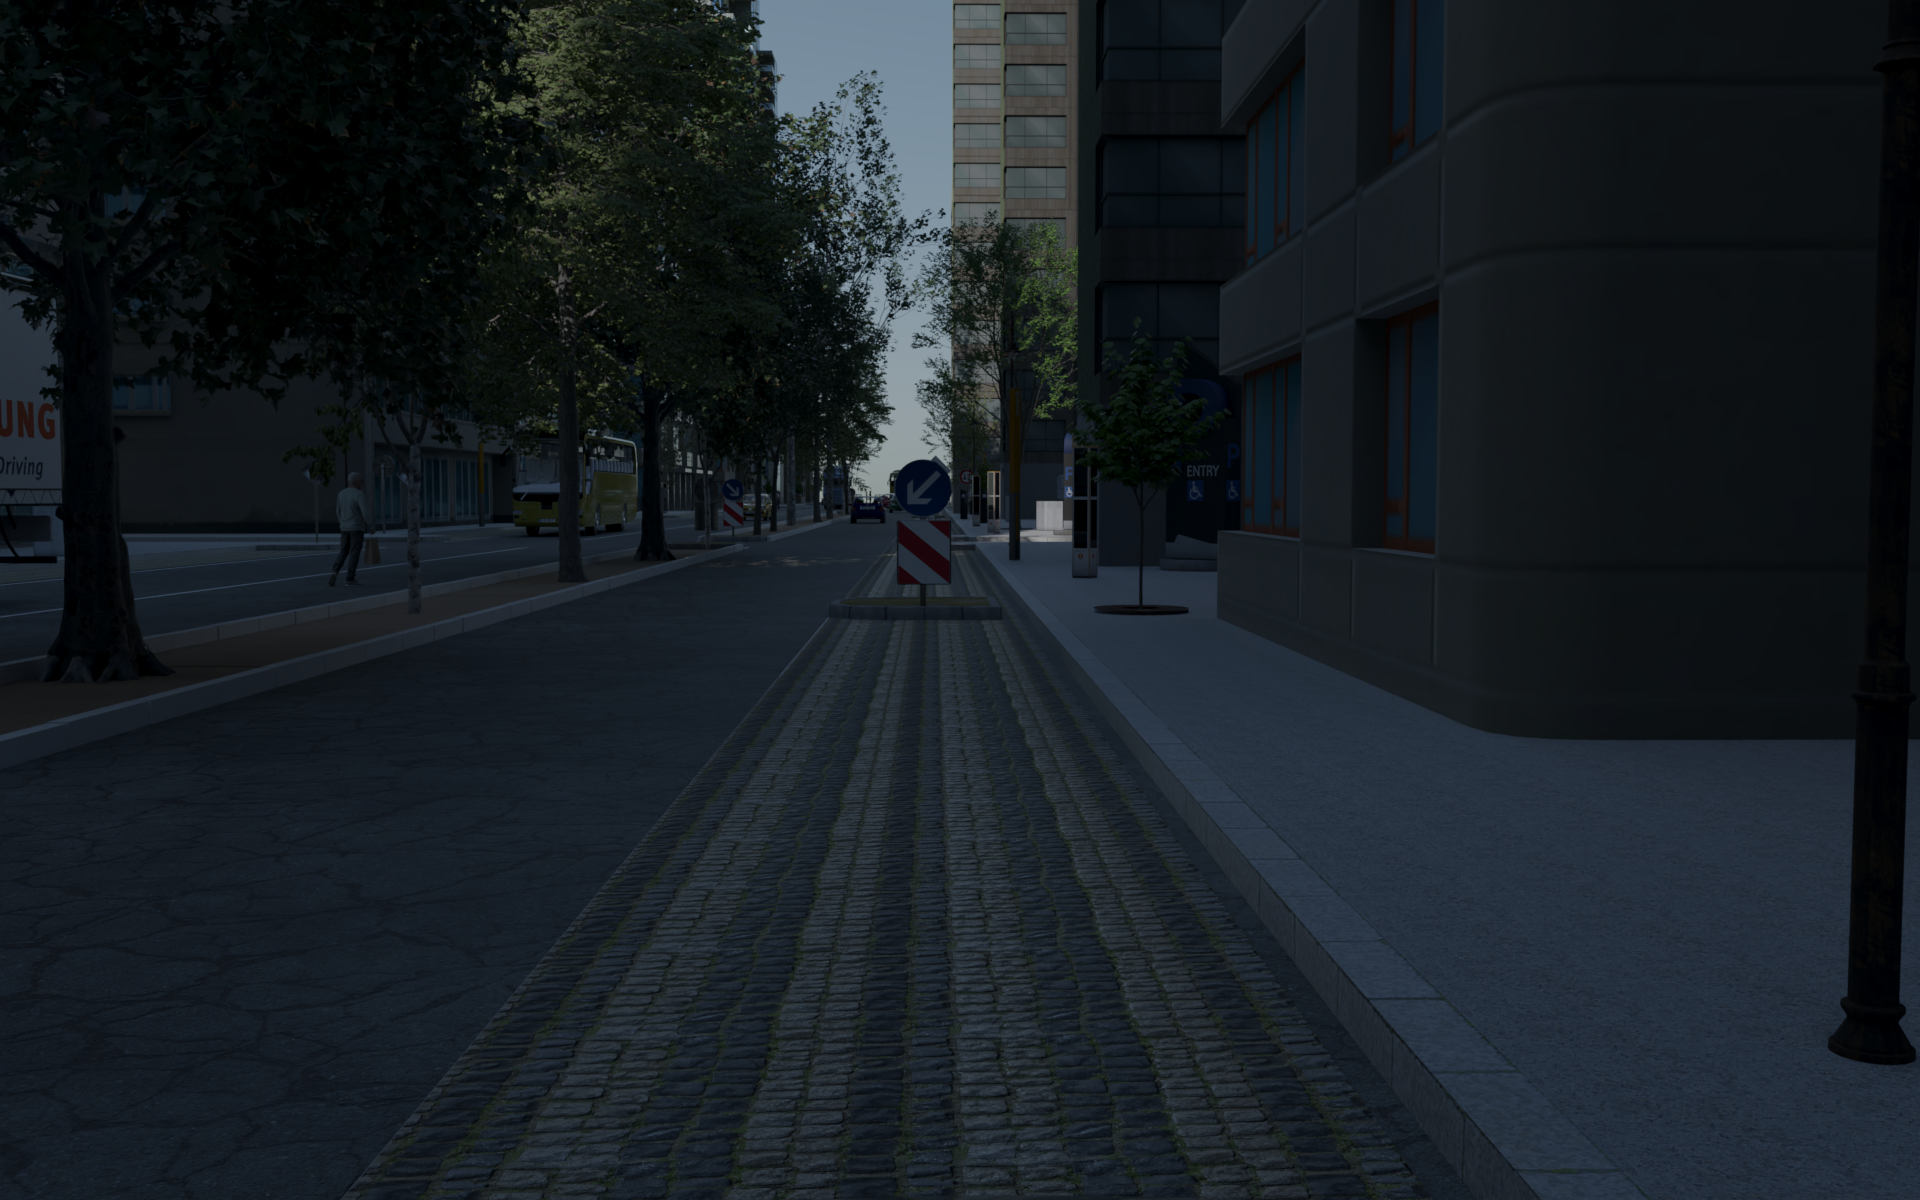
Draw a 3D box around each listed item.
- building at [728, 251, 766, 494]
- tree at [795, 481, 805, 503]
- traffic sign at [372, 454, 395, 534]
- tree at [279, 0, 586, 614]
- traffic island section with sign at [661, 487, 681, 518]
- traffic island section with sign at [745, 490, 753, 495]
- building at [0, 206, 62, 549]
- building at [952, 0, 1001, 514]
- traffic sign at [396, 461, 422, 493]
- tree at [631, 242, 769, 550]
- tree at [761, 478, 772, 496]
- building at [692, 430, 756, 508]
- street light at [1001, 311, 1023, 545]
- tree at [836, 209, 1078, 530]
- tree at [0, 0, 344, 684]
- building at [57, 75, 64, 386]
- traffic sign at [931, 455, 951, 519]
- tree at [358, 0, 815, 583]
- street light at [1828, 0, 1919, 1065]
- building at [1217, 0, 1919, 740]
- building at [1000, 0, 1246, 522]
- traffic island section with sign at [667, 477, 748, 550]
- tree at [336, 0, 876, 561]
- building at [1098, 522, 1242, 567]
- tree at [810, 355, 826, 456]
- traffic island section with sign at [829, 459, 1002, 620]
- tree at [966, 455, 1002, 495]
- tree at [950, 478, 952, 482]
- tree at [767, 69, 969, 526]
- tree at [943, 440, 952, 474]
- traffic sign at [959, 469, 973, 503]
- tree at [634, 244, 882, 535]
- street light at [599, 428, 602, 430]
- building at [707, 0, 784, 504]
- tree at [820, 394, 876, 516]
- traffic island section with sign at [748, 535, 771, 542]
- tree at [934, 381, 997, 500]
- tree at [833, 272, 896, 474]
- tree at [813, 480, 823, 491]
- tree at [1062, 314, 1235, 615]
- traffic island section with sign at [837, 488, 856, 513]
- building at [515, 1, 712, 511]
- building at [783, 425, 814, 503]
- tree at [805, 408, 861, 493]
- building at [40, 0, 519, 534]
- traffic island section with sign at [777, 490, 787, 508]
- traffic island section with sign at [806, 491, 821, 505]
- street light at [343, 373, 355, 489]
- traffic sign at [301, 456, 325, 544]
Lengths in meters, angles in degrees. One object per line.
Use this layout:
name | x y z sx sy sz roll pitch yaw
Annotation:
building | -29.614 -31.266 194.799 14.154 41.232 14.086 0 4 -1
tree | -21.978 -14.899 238.203 1.663 3.219 1.824 0 3 0
traffic sign | -18.550 -3.401 55.712 0.768 2.556 0.104 0 4 8
tree | -6.544 -4.148 20.632 4.737 8.622 4.395 0 3 0
traffic island section with sign | -17.655 -5.758 102.771 1.989 1.847 2.006 0 4 -1
traffic island section with sign | -18.452 -8.745 151.610 1.989 1.847 2.006 0 4 -1
building | -34.906 -25.166 31.079 30.456 49.044 23.786 0 4 -1
building | 6.472 -26.627 118.940 14.154 41.232 14.086 0 4 -1
traffic sign | -16.805 -3.010 52.857 0.795 2.450 0.064 0 4 -1
tree | -6.451 -5.574 43.961 4.360 8.622 3.978 0 3 0
tree | -21.096 -12.006 190.895 1.663 3.219 1.824 0 3 0
building | -35.803 -20.110 173.845 27.650 21.520 28.899 0 4 -1
street light | 1.308 -4.345 43.827 0.468 5.910 1.993 0 4 -1
tree | 2.065 -8.359 62.423 9.928 11.665 9.643 0 3 0
tree | -6.707 -5.721 13.003 9.611 12.733 9.660 0 3 0
building | -31.971 -29.301 98.672 23.786 49.044 30.456 0 4 -1
traffic sign | -0.633 -2.536 45.113 0.795 2.450 0.064 0 4 -1
tree | -6.180 -6.524 27.248 7.486 12.596 7.792 0 3 0
street light | 2.093 -1.897 3.798 0.468 5.910 1.993 0 4 -1
building | 16.723 -9.668 3.109 27.650 21.520 28.899 0 4 -1
building | 9.118 -19.687 93.577 14.160 30.474 14.107 0 4 -1
traffic island section with sign | -6.722 -2.275 45.330 2.006 1.907 1.989 0 4 -1
tree | -6.598 -7.174 36.761 9.611 12.733 9.660 0 3 0
building | 9.368 -16.207 36.681 14.160 30.474 14.107 0 4 -1
tree | -7.944 -11.679 119.170 9.928 11.665 9.643 0 3 0
traffic island section with sign | -0.536 -0.725 20.484 1.989 1.847 2.006 0 4 -1
tree | 1.111 -5.520 84.858 1.663 3.219 1.824 0 3 0
tree | -0.619 -10.594 167.814 1.663 3.219 1.824 0 3 0
tree | -6.351 -13.336 76.387 12.611 20.169 13.585 0 3 0
tree | -0.113 -16.252 216.086 4.360 8.622 3.978 0 3 0
traffic sign | 0.356 -5.440 89.058 0.768 2.556 0.104 0 4 2
tree | -7.109 -7.845 65.137 8.767 10.594 7.601 0 4 -1
street light | -19.536 -7.369 93.270 0.468 5.910 1.993 0 4 -1
building | -34.101 -55.905 226.717 22.319 86.520 31.000 0 4 -1
tree | -8.060 -10.622 126.491 4.360 8.622 3.978 0 3 0
traffic island section with sign | -6.833 -2.728 52.736 2.006 1.907 1.989 0 4 -1
tree | 0.562 -9.769 110.089 4.737 8.622 4.395 0 3 0
tree | -7.108 -10.162 86.737 7.486 12.596 7.792 0 3 0
tree | -23.709 -18.403 284.595 4.285 4.588 4.351 0 3 0
tree | 1.926 -1.483 18.847 1.663 3.219 1.824 0 3 0
traffic island section with sign | -8.069 -7.323 127.865 2.006 1.907 1.989 0 4 -1
building | -33.505 -31.964 142.213 23.786 49.044 30.456 0 4 -1
building | -36.614 -25.351 259.525 27.650 21.520 28.899 0 4 -1
tree | -8.011 -9.454 107.389 4.737 8.622 4.395 0 3 0
building | -29.969 -26.975 64.751 21.300 48.544 21.600 0 4 -1
traffic island section with sign | -18.902 -10.462 179.679 1.989 1.847 2.006 0 4 -1
traffic island section with sign | -19.810 -13.853 235.116 1.989 1.847 2.006 0 4 -1
street light | -18.886 -4.920 53.238 0.468 5.910 1.993 0 4 -1
traffic sign | -16.675 -2.522 44.873 0.795 2.450 0.064 0 4 -1
